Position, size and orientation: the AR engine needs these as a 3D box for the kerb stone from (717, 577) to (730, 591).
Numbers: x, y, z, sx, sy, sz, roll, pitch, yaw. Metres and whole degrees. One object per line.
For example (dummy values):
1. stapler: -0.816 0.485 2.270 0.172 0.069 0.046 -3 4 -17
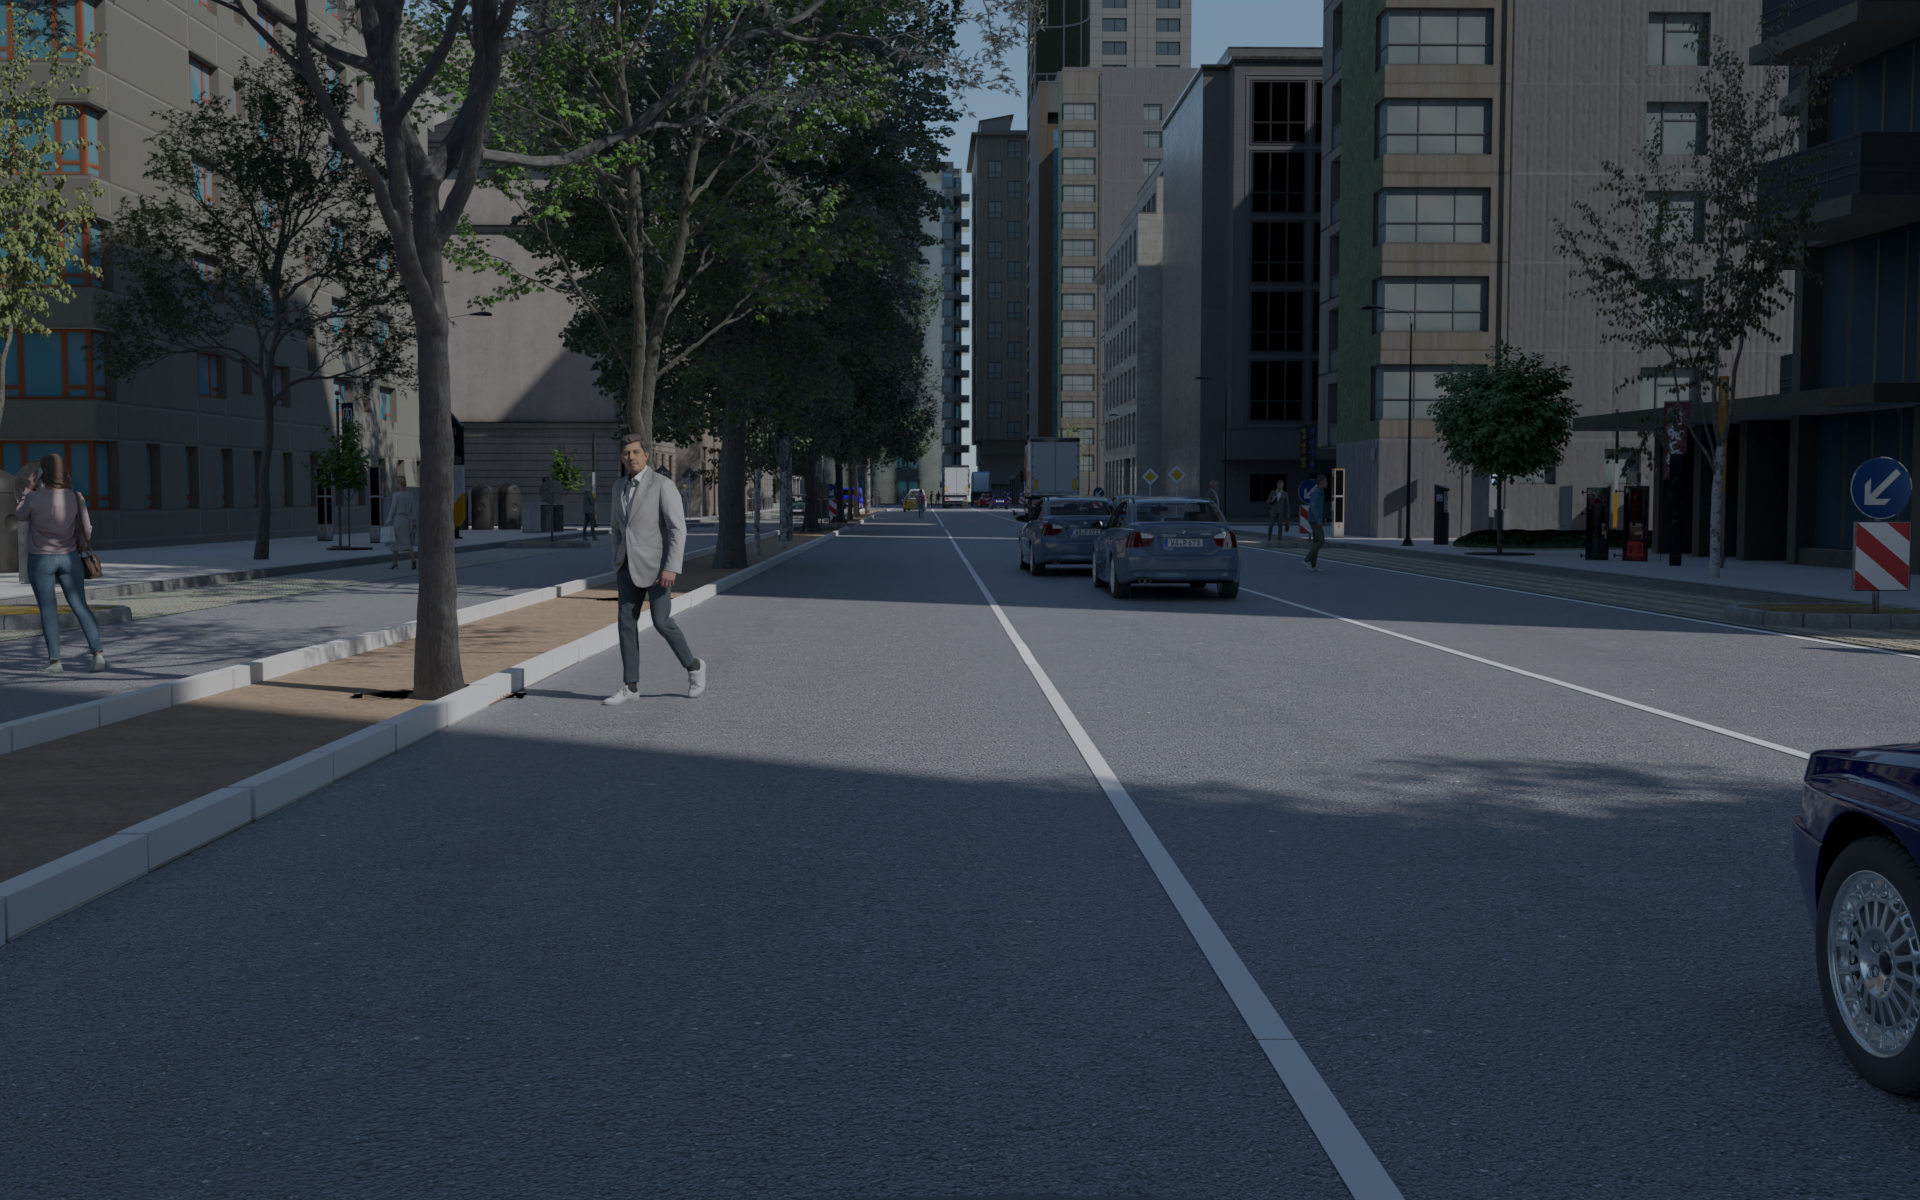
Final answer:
1. kerb stone: -3.545 -0.199 25.501 0.120 0.150 1.000 0 4 -1

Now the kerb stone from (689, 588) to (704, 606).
1. kerb stone: -3.471 -0.015 22.436 0.120 0.150 1.000 0 4 -1

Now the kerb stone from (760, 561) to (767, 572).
1. kerb stone: -3.679 -0.577 31.658 0.120 0.150 1.000 0 4 -1

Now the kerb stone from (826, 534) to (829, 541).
1. kerb stone: -4.117 -1.831 52.135 0.120 0.150 1.000 0 4 -1

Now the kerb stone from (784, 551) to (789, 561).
1. kerb stone: -3.784 -0.892 36.780 0.120 0.150 1.000 0 4 -1

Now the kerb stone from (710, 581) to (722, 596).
1. kerb stone: -3.523 -0.137 24.480 0.120 0.150 1.000 0 4 -1

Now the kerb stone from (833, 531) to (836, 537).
1. kerb stone: -4.202 -2.080 56.235 0.120 0.150 1.000 0 4 -1

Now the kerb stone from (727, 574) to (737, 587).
1. kerb stone: -3.568 -0.261 26.524 0.120 0.150 1.000 0 4 -1

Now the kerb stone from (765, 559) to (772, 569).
1. kerb stone: -3.698 -0.641 32.681 0.120 0.150 1.000 0 4 -1

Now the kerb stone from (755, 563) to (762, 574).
1. kerb stone: -3.651 -0.515 30.624 0.120 0.150 1.000 0 4 -1

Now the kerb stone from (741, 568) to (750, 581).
1. kerb stone: -3.610 -0.390 28.576 0.120 0.150 1.000 0 4 -1

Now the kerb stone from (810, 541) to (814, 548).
1. kerb stone: -3.959 -1.393 44.976 0.120 0.150 1.000 0 4 -1

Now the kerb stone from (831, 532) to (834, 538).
1. kerb stone: -4.181 -2.019 55.202 0.120 0.150 1.000 0 4 -1

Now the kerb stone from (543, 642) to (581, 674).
1. kerb stone: -3.299 0.486 14.243 0.120 0.150 1.000 0 4 -1

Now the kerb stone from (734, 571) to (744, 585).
1. kerb stone: -3.583 -0.327 27.554 0.120 0.150 1.000 0 4 -1

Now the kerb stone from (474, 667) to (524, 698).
1. kerb stone: -3.262 0.613 12.198 0.120 0.150 1.000 0 4 -1

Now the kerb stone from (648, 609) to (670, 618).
1. kerb stone: -3.403 0.174 19.357 0.120 0.150 1.000 0 4 -1

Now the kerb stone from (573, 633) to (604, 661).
1. kerb stone: -3.316 0.426 15.269 0.120 0.150 1.000 0 4 -1

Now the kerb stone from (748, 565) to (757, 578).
1. kerb stone: -3.630 -0.453 29.602 0.120 0.150 1.000 0 4 -1

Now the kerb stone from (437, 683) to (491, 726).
1. kerb stone: -3.227 0.681 11.177 0.120 0.150 1.000 0 4 -1

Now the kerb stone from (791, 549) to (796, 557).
1. kerb stone: -3.833 -1.016 38.827 0.120 0.150 1.000 0 4 -1

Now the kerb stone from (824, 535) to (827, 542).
1. kerb stone: -4.092 -1.768 51.114 0.120 0.150 1.000 0 4 -1

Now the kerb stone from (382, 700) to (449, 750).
1. kerb stone: -3.209 0.737 10.151 0.120 0.150 1.000 0 4 -1

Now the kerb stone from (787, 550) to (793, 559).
1. kerb stone: -3.805 -0.955 37.806 0.120 0.150 1.000 0 4 -1

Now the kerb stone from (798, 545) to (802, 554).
1. kerb stone: -3.875 -1.137 40.876 0.120 0.150 1.000 0 4 -1

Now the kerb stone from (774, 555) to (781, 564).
1. kerb stone: -3.748 -0.767 34.736 0.120 0.150 1.000 0 4 -1

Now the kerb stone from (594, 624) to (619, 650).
1. kerb stone: -3.339 0.361 16.290 0.120 0.150 1.000 0 4 -1

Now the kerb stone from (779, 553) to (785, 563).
1. kerb stone: -3.759 -0.830 35.758 0.120 0.150 1.000 0 4 -1

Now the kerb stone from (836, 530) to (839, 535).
1. kerb stone: -4.250 -2.207 58.282 0.120 0.150 1.000 0 4 -1

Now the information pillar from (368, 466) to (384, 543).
1. information pillar: -15.277 -2.497 45.326 0.304 2.012 0.304 0 4 -6

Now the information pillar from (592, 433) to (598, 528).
1. information pillar: -13.959 -4.570 66.077 0.183 3.616 0.504 0 4 -7

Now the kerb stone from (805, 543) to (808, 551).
1. kerb stone: -3.915 -1.268 42.925 0.120 0.150 1.000 0 4 -1

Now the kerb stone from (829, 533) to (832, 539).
1. kerb stone: -4.161 -1.956 54.180 0.120 0.150 1.000 0 4 -1

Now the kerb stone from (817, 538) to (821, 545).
1. kerb stone: -4.024 -1.581 48.049 0.120 0.150 1.000 0 4 -1

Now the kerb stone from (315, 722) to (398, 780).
1. kerb stone: -3.189 0.799 9.125 0.120 0.150 1.000 0 4 -1

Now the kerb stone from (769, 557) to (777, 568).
1. kerb stone: -3.714 -0.704 33.709 0.120 0.150 1.000 0 4 -1

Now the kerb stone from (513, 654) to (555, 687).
1. kerb stone: -3.275 0.549 13.220 0.120 0.150 1.000 0 4 -1

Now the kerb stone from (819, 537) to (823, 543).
1. kerb stone: -4.054 -1.640 49.071 0.120 0.150 1.000 0 4 -1

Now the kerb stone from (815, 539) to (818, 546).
1. kerb stone: -4.009 -1.515 47.025 0.120 0.150 1.000 0 4 -1

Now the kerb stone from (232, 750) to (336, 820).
1. kerb stone: -3.163 0.862 8.103 0.120 0.150 1.000 0 4 -1

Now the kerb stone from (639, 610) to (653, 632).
1. kerb stone: -3.388 0.236 18.335 0.120 0.150 1.000 0 4 -1

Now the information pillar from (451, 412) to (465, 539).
1. information pillar: -14.381 -3.559 49.544 0.504 3.616 0.183 2 4 31

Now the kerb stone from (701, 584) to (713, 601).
1. kerb stone: -3.498 -0.075 23.458 0.120 0.150 1.000 0 4 -1

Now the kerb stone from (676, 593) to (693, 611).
1. kerb stone: -3.456 0.049 21.400 0.120 0.150 1.000 0 4 -1

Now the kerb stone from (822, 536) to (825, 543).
1. kerb stone: -4.076 -1.706 50.092 0.120 0.150 1.000 0 4 -1

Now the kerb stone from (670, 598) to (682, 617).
1. kerb stone: -3.434 0.111 20.378 0.120 0.150 1.000 0 4 -1

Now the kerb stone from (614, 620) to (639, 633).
1. kerb stone: -3.374 0.299 17.313 0.120 0.150 1.000 0 4 -1

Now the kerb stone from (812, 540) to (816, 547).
1. kerb stone: -3.987 -1.456 46.001 0.120 0.150 1.000 0 4 -1

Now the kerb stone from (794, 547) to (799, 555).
1. kerb stone: -3.854 -1.076 39.849 0.120 0.150 1.000 0 4 -1

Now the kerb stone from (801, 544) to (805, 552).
1. kerb stone: -3.897 -1.205 41.903 0.120 0.150 1.000 0 4 -1

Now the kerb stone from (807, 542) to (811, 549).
1. kerb stone: -3.940 -1.330 43.948 0.120 0.150 1.000 0 4 -1
